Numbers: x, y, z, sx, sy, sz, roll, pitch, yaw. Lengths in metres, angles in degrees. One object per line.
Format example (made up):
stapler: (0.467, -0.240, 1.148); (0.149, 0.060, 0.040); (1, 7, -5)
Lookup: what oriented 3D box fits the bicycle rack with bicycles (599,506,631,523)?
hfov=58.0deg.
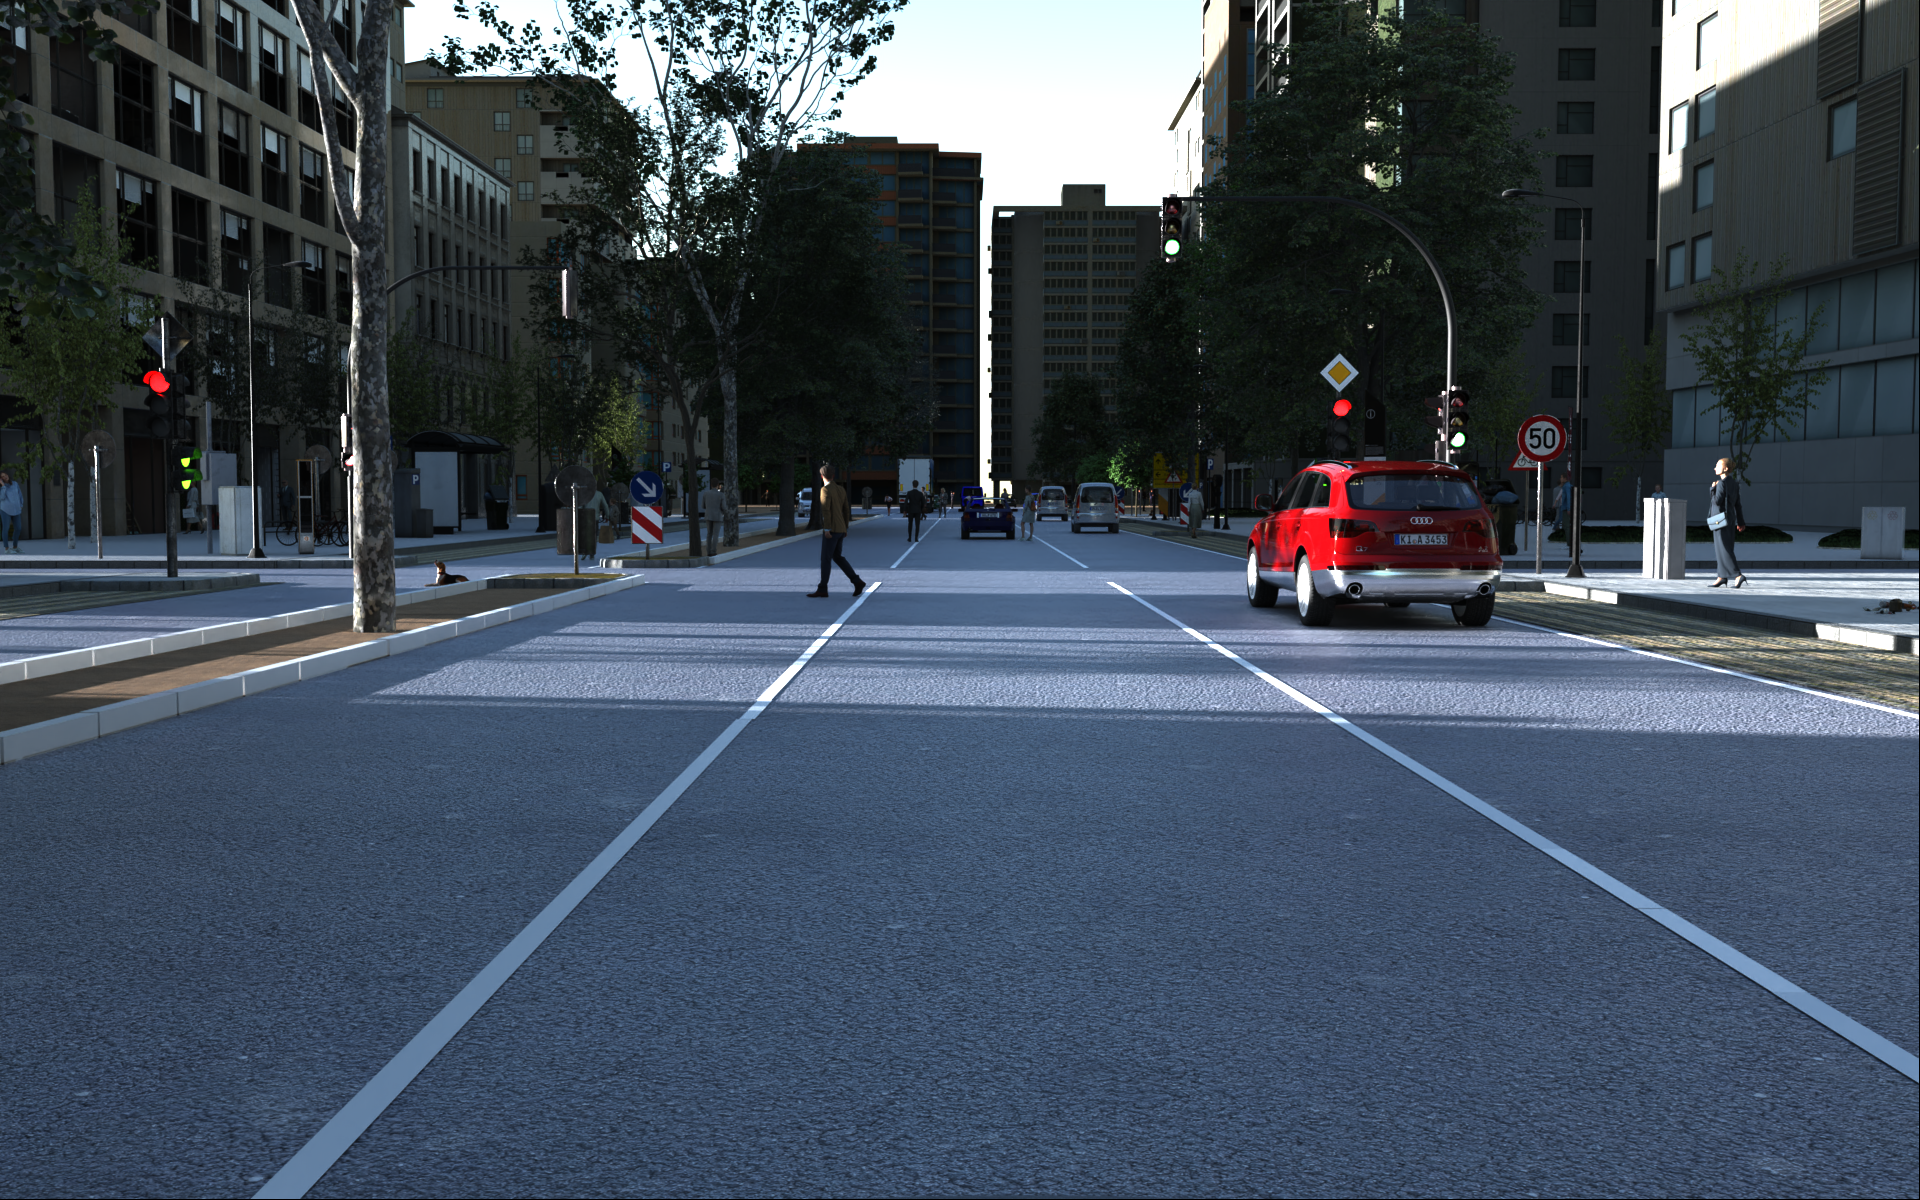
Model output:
bicycle rack with bicycles: (-15.431, -3.953, 78.014); (2.925, 0.926, 2.852); (2, 4, 34)

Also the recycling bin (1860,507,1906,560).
recycling bin: (18.248, -1.326, 34.236); (0.722, 1.027, 0.722); (2, 4, 32)

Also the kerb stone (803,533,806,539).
kerb stone: (-5.011, -1.960, 54.240); (0.120, 0.150, 1.000); (0, 4, 0)

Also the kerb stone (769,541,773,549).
kerb stone: (-5.044, -1.395, 45.005); (0.120, 0.150, 1.000); (0, 4, 0)

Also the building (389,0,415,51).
building: (-68.048, -34.883, 159.577); (27.495, 52.752, 28.713); (0, 4, 0)

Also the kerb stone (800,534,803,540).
kerb stone: (-5.015, -1.892, 53.218); (0.120, 0.150, 1.000); (0, 4, 0)

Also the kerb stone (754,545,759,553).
kerb stone: (-5.045, -1.207, 41.935); (0.120, 0.150, 1.000); (0, 4, 0)

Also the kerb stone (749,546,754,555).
kerb stone: (-5.047, -1.144, 40.910); (0.120, 0.150, 1.000); (0, 4, 0)

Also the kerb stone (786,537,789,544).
kerb stone: (-5.029, -1.647, 49.119); (0.120, 0.150, 1.000); (0, 4, 0)

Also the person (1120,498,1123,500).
person: (12.936, -8.024, 138.179); (0.436, 1.711, 0.756); (0, 3, 0)

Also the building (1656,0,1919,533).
building: (41.103, -28.531, 55.719); (27.495, 52.752, 28.713); (0, 4, 0)

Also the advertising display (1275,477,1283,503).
advertising display: (12.381, -3.797, 67.299); (0.123, 1.923, 0.974); (1, 4, 22)

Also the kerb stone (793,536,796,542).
kerb stone: (-5.021, -1.772, 51.170); (0.120, 0.150, 1.000); (0, 4, 0)

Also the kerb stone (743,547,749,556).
kerb stone: (-5.051, -1.082, 39.887); (0.120, 0.150, 1.000); (0, 4, 0)

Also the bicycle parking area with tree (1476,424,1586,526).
bicycle parking area with tree: (22.359, -5.260, 73.002); (9.016, 4.147, 8.231); (3, 4, 39)

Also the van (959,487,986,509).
van: (1.041, -8.446, 142.473); (2.240, 2.365, 5.245); (0, 4, 1)

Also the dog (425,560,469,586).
dog: (-7.909, -0.411, 26.917); (0.748, 0.427, 0.550); (2, 4, 31)

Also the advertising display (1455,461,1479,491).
advertising display: (9.645, -1.753, 33.875); (0.974, 1.923, 0.123); (0, 4, -2)

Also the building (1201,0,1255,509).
building: (28.401, -30.364, 146.561); (14.600, 45.320, 14.200); (0, 4, 0)

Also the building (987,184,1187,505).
building: (15.573, -32.290, 219.827); (23.993, 40.220, 32.217); (0, 4, 0)

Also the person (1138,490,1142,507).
person: (17.535, -9.880, 168.506); (0.541, 1.710, 0.530); (-2, 4, -31)

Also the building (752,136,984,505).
building: (-11.600, -34.272, 214.971); (28.867, 44.769, 22.147); (0, 4, 0)

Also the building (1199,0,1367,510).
building: (32.090, -44.341, 163.231); (20.563, 71.187, 20.611); (0, 4, 0)

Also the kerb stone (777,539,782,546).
kerb stone: (-5.033, -1.521, 47.069); (0.120, 0.150, 1.000); (0, 4, 0)

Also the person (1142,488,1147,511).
person: (13.676, -7.398, 127.818); (0.721, 1.723, 1.217); (0, 4, -2)

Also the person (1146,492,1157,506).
person: (20.561, -11.056, 186.437); (1.348, 1.869, 0.705); (-1, 4, -10)

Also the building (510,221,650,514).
building: (-39.043, -17.090, 124.456); (27.650, 21.520, 28.899); (0, 4, 0)

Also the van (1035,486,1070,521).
van: (4.923, -5.258, 92.986); (2.013, 2.044, 4.112); (0, 4, 1)

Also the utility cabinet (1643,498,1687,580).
utility cabinet: (10.768, -0.936, 26.460); (0.306, 1.237, 1.020); (0, 4, 2)

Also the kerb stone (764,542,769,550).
kerb stone: (-5.036, -1.330, 43.981); (0.120, 0.150, 1.000); (0, 4, 0)

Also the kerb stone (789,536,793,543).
kerb stone: (-5.020, -1.708, 50.143); (0.120, 0.150, 1.000); (0, 4, 0)

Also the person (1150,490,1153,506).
person: (20.660, -10.942, 185.393); (0.683, 1.767, 0.568); (-1, 4, -22)

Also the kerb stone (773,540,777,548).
kerb stone: (-5.033, -1.458, 46.032); (0.120, 0.150, 1.000); (0, 4, 0)

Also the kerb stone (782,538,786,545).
kerb stone: (-5.023, -1.584, 48.091); (0.120, 0.150, 1.000); (0, 4, 0)

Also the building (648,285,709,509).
building: (-39.849, -19.337, 161.196); (28.899, 21.520, 27.650); (0, 4, 0)

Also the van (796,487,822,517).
van: (-9.218, -6.195, 108.292); (2.013, 2.044, 4.112); (0, 4, -2)

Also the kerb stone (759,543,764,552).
kerb stone: (-5.041, -1.270, 42.957); (0.120, 0.150, 1.000); (0, 4, 0)

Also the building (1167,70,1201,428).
building: (41.313, -38.455, 217.971); (27.495, 52.752, 28.713); (0, 4, 0)

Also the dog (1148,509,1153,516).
dog: (11.112, -5.107, 101.241); (0.748, 0.427, 0.550); (-2, 4, -35)

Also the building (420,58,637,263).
building: (-53.879, -38.486, 218.491); (27.495, 52.752, 28.713); (0, 4, 0)

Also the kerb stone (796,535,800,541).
kerb stone: (-5.015, -1.835, 52.195); (0.120, 0.150, 1.000); (0, 4, 0)

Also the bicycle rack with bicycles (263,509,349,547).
bicycle rack with bicycles: (-15.706, -1.804, 42.883); (2.852, 0.926, 2.925); (3, 4, 39)

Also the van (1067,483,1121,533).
van: (5.015, -3.516, 64.496); (2.013, 2.044, 4.112); (0, 4, 2)

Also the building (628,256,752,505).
building: (-33.098, -26.874, 211.087); (14.107, 30.474, 14.160); (0, 4, 0)

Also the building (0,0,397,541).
building: (-35.383, -15.732, 61.738); (19.350, 26.468, 34.151); (0, 4, 0)

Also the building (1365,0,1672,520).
building: (28.134, -19.478, 90.174); (14.160, 30.474, 14.107); (0, 4, 0)

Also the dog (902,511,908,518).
dog: (-3.242, -5.236, 105.802); (0.748, 0.427, 0.550); (-1, 4, -18)

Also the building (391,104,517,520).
building: (-29.684, -14.617, 88.134); (9.793, 20.994, 18.267); (0, 4, 0)

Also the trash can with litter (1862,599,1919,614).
trash can with litter: (10.752, -0.496, 19.174); (2.233, 1.210, 1.678); (-2, 4, -25)
